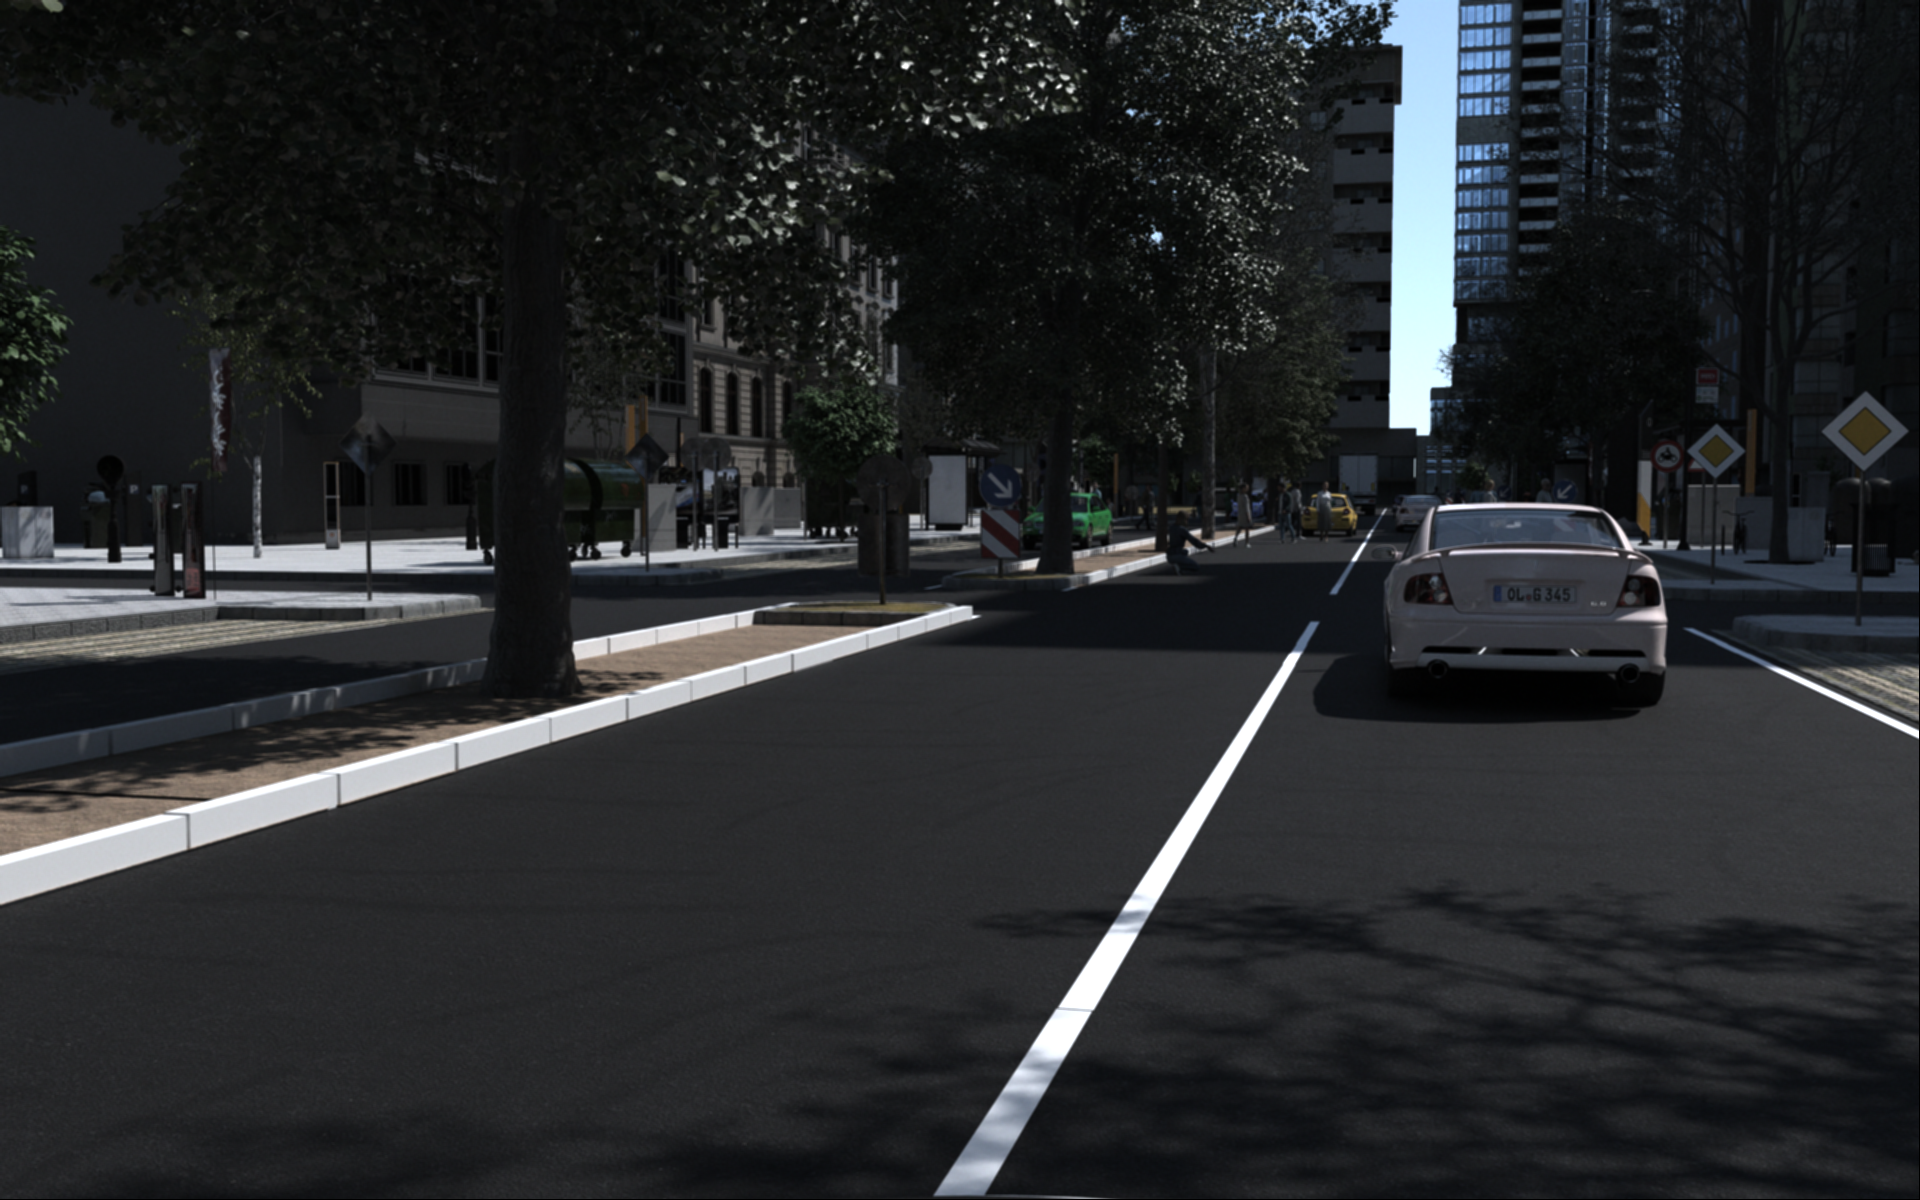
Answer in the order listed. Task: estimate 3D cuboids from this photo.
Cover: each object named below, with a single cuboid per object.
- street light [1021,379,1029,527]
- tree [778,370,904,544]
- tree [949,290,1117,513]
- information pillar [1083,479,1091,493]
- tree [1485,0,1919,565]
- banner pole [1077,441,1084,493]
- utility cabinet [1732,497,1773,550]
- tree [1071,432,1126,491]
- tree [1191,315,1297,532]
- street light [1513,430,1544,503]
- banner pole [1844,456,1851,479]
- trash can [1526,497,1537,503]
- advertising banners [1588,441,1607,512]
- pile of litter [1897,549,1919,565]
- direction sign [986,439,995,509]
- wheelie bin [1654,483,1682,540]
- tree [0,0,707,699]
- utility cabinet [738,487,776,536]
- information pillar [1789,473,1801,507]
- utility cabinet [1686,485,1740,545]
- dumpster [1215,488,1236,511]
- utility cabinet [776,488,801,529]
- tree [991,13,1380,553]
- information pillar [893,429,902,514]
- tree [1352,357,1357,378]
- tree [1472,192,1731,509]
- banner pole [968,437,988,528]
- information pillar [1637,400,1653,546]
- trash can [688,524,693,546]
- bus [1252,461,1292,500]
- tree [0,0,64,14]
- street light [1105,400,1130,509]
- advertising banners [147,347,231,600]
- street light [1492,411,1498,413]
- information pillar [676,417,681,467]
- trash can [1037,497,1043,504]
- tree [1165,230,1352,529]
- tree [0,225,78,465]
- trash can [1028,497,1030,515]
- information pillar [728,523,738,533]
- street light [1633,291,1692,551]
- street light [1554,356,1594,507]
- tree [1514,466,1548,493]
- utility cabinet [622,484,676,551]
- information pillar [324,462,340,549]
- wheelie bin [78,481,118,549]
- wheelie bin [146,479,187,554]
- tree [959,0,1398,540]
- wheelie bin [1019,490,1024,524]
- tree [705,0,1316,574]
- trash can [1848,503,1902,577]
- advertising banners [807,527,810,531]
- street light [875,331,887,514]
[{"bbox_3d":[3.067,-5.793,67.260,1.470,5.913,1.316,1,4,14],"label":"street light"},{"bbox_3d":[-3.112,-3.775,45.438,4.285,4.588,4.351,0,3,0],"label":"tree"},{"bbox_3d":[3.011,-8.568,74.507,8.767,10.594,7.601,2,4,28],"label":"tree"},{"bbox_3d":[6.330,-5.009,86.387,0.304,2.012,0.304,-1,4,-10],"label":"information pillar"},{"bbox_3d":[14.937,-7.405,31.442,12.009,13.543,11.850,0,3,0],"label":"tree"},{"bbox_3d":[5.707,-5.636,82.164,0.401,3.779,0.863,-1,4,-19],"label":"banner pole"},{"bbox_3d":[18.475,-1.771,40.110,1.020,1.237,0.306,1,4,16],"label":"utility cabinet"},{"bbox_3d":[7.070,-6.519,90.298,4.285,4.588,4.351,0,3,0],"label":"tree"},{"bbox_3d":[10.472,-6.836,64.589,4.360,8.622,3.978,0,3,0],"label":"tree"},{"bbox_3d":[25.476,-6.412,77.385,1.470,5.913,1.316,1,4,14],"label":"street light"},{"bbox_3d":[39.757,-5.340,77.322,0.863,3.779,0.401,1,4,22],"label":"banner pole"},{"bbox_3d":[26.410,-4.156,79.596,0.748,1.137,0.748,0,3,0],"label":"trash can"},{"bbox_3d":[20.640,-3.664,56.090,0.090,3.025,2.074,0,4,4],"label":"advertising banners"},{"bbox_3d":[17.978,-1.079,31.613,1.719,0.858,1.176,0,4,7],"label":"pile of litter"},{"bbox_3d":[1.059,-4.729,69.309,0.876,3.537,0.379,-3,4,-37],"label":"direction sign"},{"bbox_3d":[19.802,-2.476,48.398,0.693,1.594,0.980,1,4,13],"label":"wheelie bin"},{"bbox_3d":[-3.067,-6.297,12.064,9.857,13.997,8.962,0,3,0],"label":"tree"},{"bbox_3d":[-6.250,-2.708,52.962,0.318,1.500,1.173,3,5,44],"label":"utility cabinet"},{"bbox_3d":[29.212,-3.432,60.601,0.304,2.012,0.304,1,4,15],"label":"information pillar"},{"bbox_3d":[18.601,-2.086,42.782,1.173,1.500,0.318,1,4,22],"label":"utility cabinet"},{"bbox_3d":[18.727,-7.043,123.360,1.865,1.857,1.264,1,4,14],"label":"dumpster"},{"bbox_3d":[-6.404,-3.330,63.123,1.173,1.500,0.318,-1,4,-15],"label":"utility cabinet"},{"bbox_3d":[4.964,-7.905,42.069,12.009,13.543,11.850,0,3,0],"label":"tree"},{"bbox_3d":[-2.239,-4.335,62.227,0.183,3.616,0.504,3,4,38],"label":"information pillar"},{"bbox_3d":[14.301,-9.742,79.872,7.486,12.596,7.792,0,3,0],"label":"tree"},{"bbox_3d":[24.506,-9.113,66.010,9.611,12.733,9.660,0,3,0],"label":"tree"},{"bbox_3d":[0.665,-4.678,66.499,0.863,3.779,0.401,0,4,-7],"label":"banner pole"},{"bbox_3d":[17.053,-3.166,43.112,0.504,3.616,0.183,-3,4,-36],"label":"information pillar"},{"bbox_3d":[-6.909,-1.924,43.105,0.748,1.137,0.748,0,3,0],"label":"trash can"},{"bbox_3d":[23.029,-8.350,128.073,2.896,3.916,12.252,1,4,13],"label":"bus"},{"bbox_3d":[-4.928,-5.074,3.547,7.486,12.596,7.792,0,3,0],"label":"tree"},{"bbox_3d":[7.836,-6.950,86.180,1.470,5.913,1.316,1,4,14],"label":"street light"},{"bbox_3d":[-9.449,-1.534,21.261,2.074,3.025,0.090,3,5,39],"label":"advertising banners"},{"bbox_3d":[30.312,-7.578,96.435,1.470,5.913,1.316,1,4,14],"label":"street light"},{"bbox_3d":[-8.588,-3.760,52.826,0.183,3.616,0.504,-1,4,-17],"label":"information pillar"},{"bbox_3d":[3.810,-4.028,77.516,0.748,1.137,0.748,0,3,0],"label":"trash can"},{"bbox_3d":[11.691,-9.169,70.499,7.486,12.596,7.792,0,3,0],"label":"tree"},{"bbox_3d":[-10.588,-2.052,17.258,4.285,4.588,4.351,0,3,0],"label":"tree"},{"bbox_3d":[3.806,-5.070,94.544,0.748,1.137,0.748,0,3,0],"label":"trash can"},{"bbox_3d":[-7.510,-3.231,57.317,0.304,2.012,0.304,1,4,8],"label":"information pillar"},{"bbox_3d":[15.990,-4.094,39.485,1.470,5.913,1.316,1,4,14],"label":"street light"},{"bbox_3d":[20.733,-5.255,58.459,1.470,5.913,1.316,1,4,14],"label":"street light"},{"bbox_3d":[30.849,-6.026,93.131,1.663,3.219,1.824,0,3,0],"label":"tree"},{"bbox_3d":[-6.926,-1.829,38.581,1.173,1.500,0.318,-2,4,-35],"label":"utility cabinet"},{"bbox_3d":[-14.590,-2.187,40.244,0.304,2.012,0.304,-1,4,-14],"label":"information pillar"},{"bbox_3d":[-20.297,-2.011,40.790,0.980,1.594,0.693,2,4,35],"label":"wheelie bin"},{"bbox_3d":[-17.062,-1.808,37.461,0.980,1.594,0.693,-1,4,-9],"label":"wheelie bin"},{"bbox_3d":[6.807,-12.017,54.831,12.611,20.169,13.585,0,3,0],"label":"tree"},{"bbox_3d":[2.456,-4.058,74.251,0.693,1.594,0.980,-1,4,-17],"label":"wheelie bin"},{"bbox_3d":[1.696,-7.405,30.190,9.857,13.997,8.962,0,3,0],"label":"tree"},{"bbox_3d":[14.238,-0.937,26.978,0.748,1.137,0.748,0,3,0],"label":"trash can"},{"bbox_3d":[-5.277,-3.969,61.074,0.090,3.025,2.074,0,4,2],"label":"advertising banners"},{"bbox_3d":[-1.791,-4.613,47.966,1.470,5.913,1.316,1,4,14],"label":"street light"}]
